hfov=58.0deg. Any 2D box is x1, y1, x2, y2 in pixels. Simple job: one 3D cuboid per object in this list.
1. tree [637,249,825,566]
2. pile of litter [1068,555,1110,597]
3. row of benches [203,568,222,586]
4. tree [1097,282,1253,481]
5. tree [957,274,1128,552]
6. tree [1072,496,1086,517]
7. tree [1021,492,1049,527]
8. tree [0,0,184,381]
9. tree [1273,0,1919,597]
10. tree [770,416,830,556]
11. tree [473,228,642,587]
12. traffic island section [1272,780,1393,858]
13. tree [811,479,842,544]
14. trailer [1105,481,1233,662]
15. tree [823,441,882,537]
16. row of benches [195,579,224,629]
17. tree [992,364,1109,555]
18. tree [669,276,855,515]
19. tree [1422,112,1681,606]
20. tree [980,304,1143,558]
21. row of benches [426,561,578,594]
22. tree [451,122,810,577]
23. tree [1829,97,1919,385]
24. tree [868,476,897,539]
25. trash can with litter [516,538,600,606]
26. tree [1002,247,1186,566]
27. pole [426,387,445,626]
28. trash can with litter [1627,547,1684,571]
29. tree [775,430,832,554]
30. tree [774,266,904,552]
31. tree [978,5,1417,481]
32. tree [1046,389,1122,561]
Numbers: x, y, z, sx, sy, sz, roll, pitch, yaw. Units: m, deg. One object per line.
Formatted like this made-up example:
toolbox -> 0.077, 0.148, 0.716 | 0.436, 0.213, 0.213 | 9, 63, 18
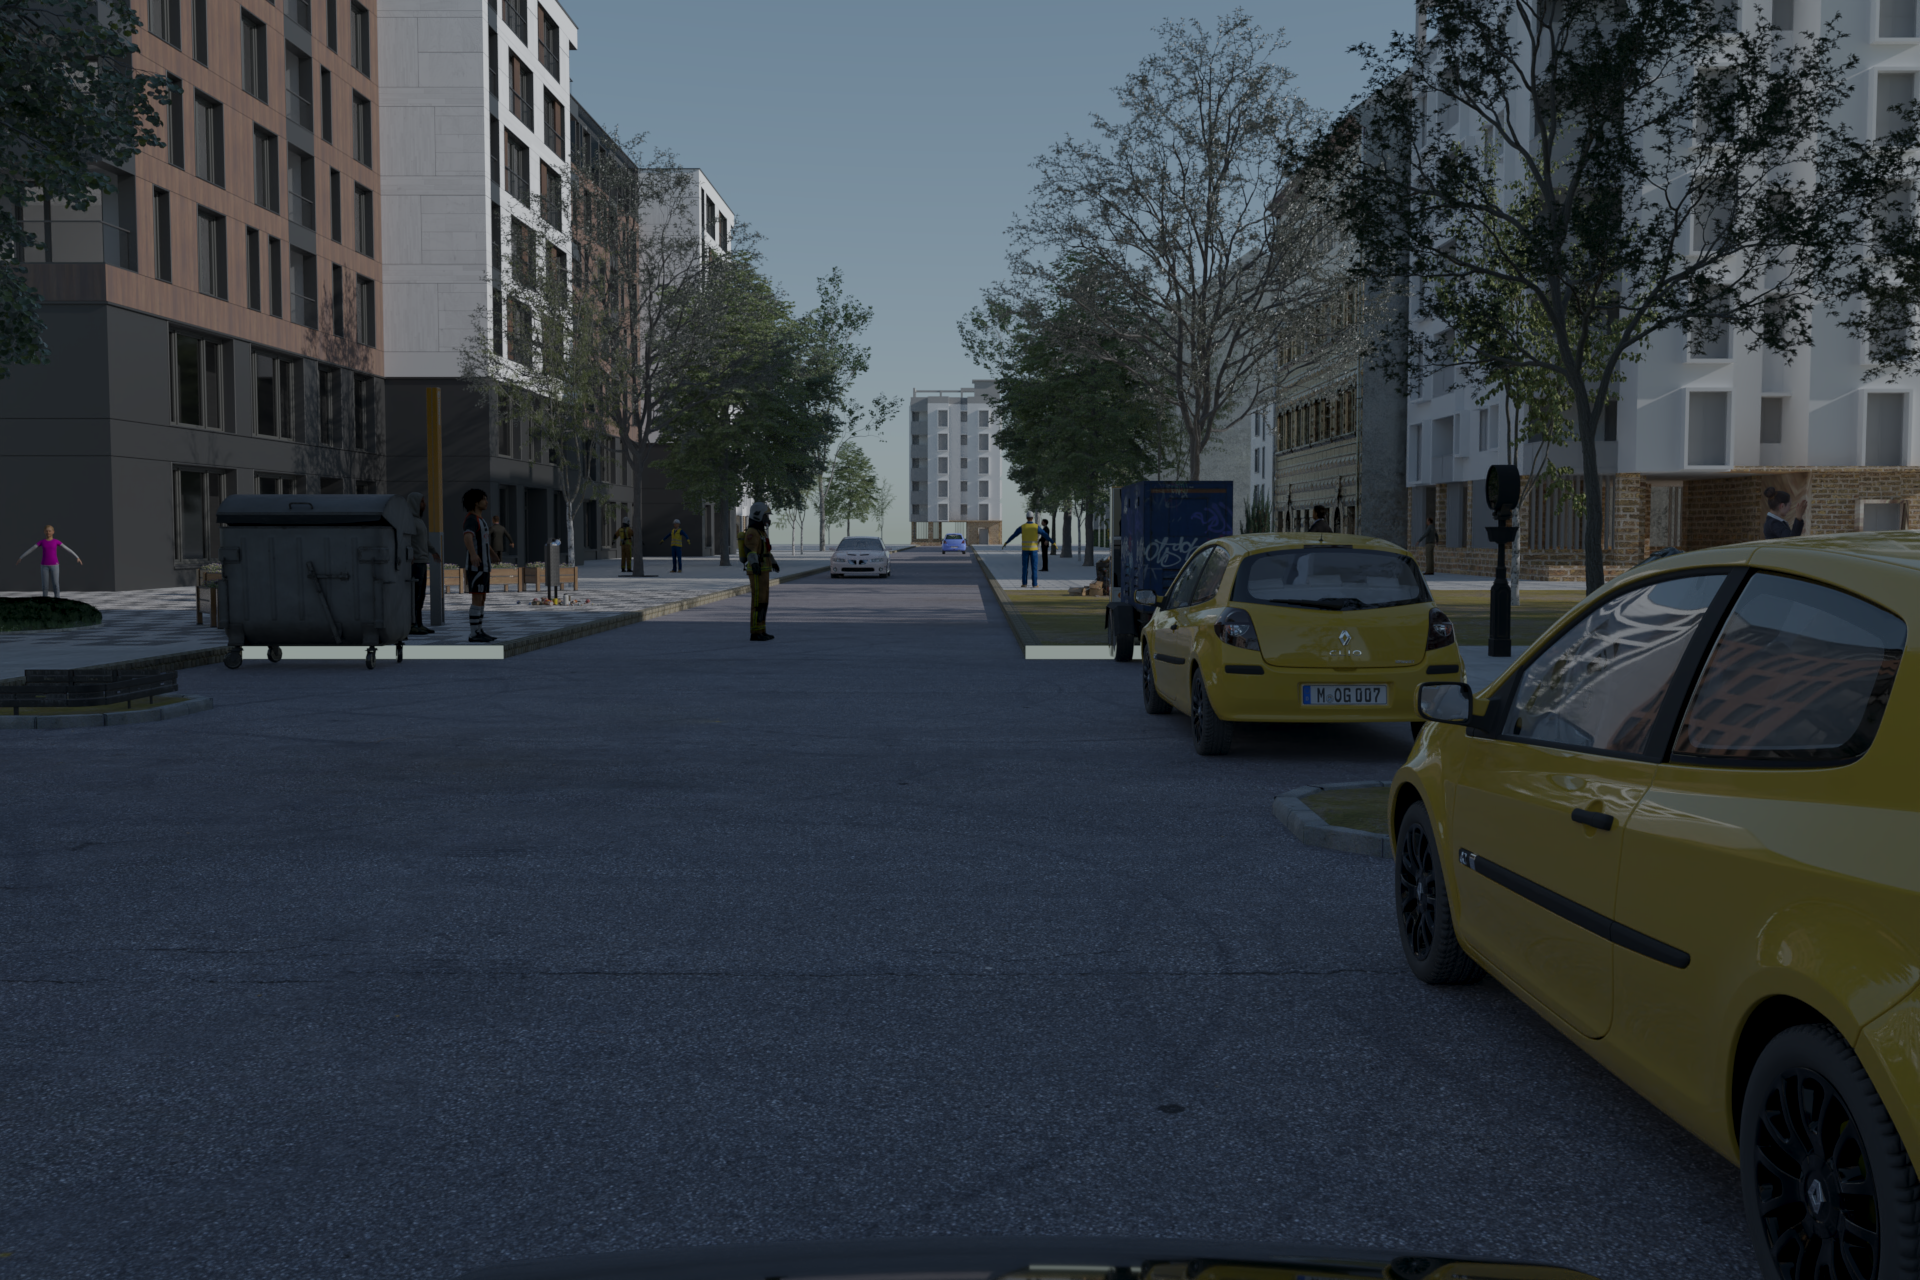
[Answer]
tree -> -9.266, -9.227, 68.995 | 7.486, 12.596, 7.792 | 0, 3, 0
pile of litter -> 2.828, -1.358, 36.170 | 1.176, 0.858, 1.719 | 0, 4, 0
row of benches -> -12.699, -1.055, 32.707 | 4.104, 0.672, 1.422 | 2, 4, 30
tree -> 5.657, -6.104, 50.160 | 4.360, 8.622, 3.978 | 0, 3, 0
tree -> 6.846, -16.259, 121.719 | 12.611, 20.169, 13.585 | 0, 3, 0
tree -> 16.686, -17.015, 212.610 | 7.601, 10.594, 8.767 | 0, 4, 2
tree -> 10.082, -16.130, 214.095 | 4.360, 8.622, 3.978 | 0, 3, 0
tree -> -12.645, -6.744, 16.927 | 9.857, 13.997, 8.962 | 0, 3, 0
tree -> 8.470, -5.409, 22.845 | 8.767, 10.594, 7.601 | 0, 4, 8
tree -> -10.009, -9.325, 102.831 | 4.360, 8.622, 3.978 | 0, 3, 0
tree -> -9.412, -5.611, 42.105 | 4.360, 8.622, 3.978 | 0, 3, 0
traffic island section -> 2.587, 0.880, 8.471 | 1.991, 0.108, 1.994 | 0, 4, 1
tree -> -16.720, -16.351, 217.695 | 4.737, 8.622, 4.395 | 0, 3, 0
trailer -> 2.444, -0.820, 20.456 | 1.471, 1.999, 3.904 | 0, 4, 0
tree -> -13.167, -17.886, 210.565 | 7.486, 12.596, 7.792 | 0, 3, 0
row of benches -> -9.423, -0.462, 23.016 | 1.422, 0.672, 4.104 | -2, 4, -34
tree -> 5.826, -10.934, 104.519 | 9.928, 11.665, 9.643 | 0, 3, 0
tree -> -9.647, -10.813, 83.442 | 9.857, 13.997, 8.962 | 0, 3, 0
tree -> 10.107, -4.910, 30.643 | 4.737, 8.622, 4.395 | 0, 3, 0
tree -> 5.779, -11.449, 93.841 | 9.857, 13.997, 8.962 | 0, 3, 0
row of benches -> -10.264, -1.366, 37.791 | 1.422, 0.672, 4.104 | 3, 5, 44
tree -> -9.702, -8.644, 51.702 | 12.009, 13.543, 11.850 | 0, 3, 0
tree -> 17.652, -5.689, 27.420 | 7.601, 10.594, 8.767 | 0, 4, 3
tree -> -9.609, -16.366, 217.948 | 4.360, 8.622, 3.978 | 0, 3, 0
trash can with litter -> -7.289, -1.269, 31.812 | 1.678, 1.210, 2.233 | 0, 4, 0
tree -> 5.328, -9.238, 69.164 | 7.486, 12.596, 7.792 | 0, 3, 0
pole -> -7.334, -1.858, 24.221 | 0.158, 3.312, 0.155 | 0, 3, 0
trash can with litter -> 5.836, -0.232, 15.174 | 1.055, 1.170, 0.624 | 0, 4, 0
tree -> -9.951, -9.680, 108.630 | 4.360, 8.622, 3.978 | 0, 3, 0
tree -> -10.403, -16.454, 124.919 | 12.611, 20.169, 13.585 | 0, 3, 0
tree -> 5.620, -7.978, 40.807 | 12.009, 13.543, 11.850 | 0, 3, 0
tree -> 5.673, -7.973, 80.727 | 4.737, 8.622, 4.395 | 0, 3, 0
